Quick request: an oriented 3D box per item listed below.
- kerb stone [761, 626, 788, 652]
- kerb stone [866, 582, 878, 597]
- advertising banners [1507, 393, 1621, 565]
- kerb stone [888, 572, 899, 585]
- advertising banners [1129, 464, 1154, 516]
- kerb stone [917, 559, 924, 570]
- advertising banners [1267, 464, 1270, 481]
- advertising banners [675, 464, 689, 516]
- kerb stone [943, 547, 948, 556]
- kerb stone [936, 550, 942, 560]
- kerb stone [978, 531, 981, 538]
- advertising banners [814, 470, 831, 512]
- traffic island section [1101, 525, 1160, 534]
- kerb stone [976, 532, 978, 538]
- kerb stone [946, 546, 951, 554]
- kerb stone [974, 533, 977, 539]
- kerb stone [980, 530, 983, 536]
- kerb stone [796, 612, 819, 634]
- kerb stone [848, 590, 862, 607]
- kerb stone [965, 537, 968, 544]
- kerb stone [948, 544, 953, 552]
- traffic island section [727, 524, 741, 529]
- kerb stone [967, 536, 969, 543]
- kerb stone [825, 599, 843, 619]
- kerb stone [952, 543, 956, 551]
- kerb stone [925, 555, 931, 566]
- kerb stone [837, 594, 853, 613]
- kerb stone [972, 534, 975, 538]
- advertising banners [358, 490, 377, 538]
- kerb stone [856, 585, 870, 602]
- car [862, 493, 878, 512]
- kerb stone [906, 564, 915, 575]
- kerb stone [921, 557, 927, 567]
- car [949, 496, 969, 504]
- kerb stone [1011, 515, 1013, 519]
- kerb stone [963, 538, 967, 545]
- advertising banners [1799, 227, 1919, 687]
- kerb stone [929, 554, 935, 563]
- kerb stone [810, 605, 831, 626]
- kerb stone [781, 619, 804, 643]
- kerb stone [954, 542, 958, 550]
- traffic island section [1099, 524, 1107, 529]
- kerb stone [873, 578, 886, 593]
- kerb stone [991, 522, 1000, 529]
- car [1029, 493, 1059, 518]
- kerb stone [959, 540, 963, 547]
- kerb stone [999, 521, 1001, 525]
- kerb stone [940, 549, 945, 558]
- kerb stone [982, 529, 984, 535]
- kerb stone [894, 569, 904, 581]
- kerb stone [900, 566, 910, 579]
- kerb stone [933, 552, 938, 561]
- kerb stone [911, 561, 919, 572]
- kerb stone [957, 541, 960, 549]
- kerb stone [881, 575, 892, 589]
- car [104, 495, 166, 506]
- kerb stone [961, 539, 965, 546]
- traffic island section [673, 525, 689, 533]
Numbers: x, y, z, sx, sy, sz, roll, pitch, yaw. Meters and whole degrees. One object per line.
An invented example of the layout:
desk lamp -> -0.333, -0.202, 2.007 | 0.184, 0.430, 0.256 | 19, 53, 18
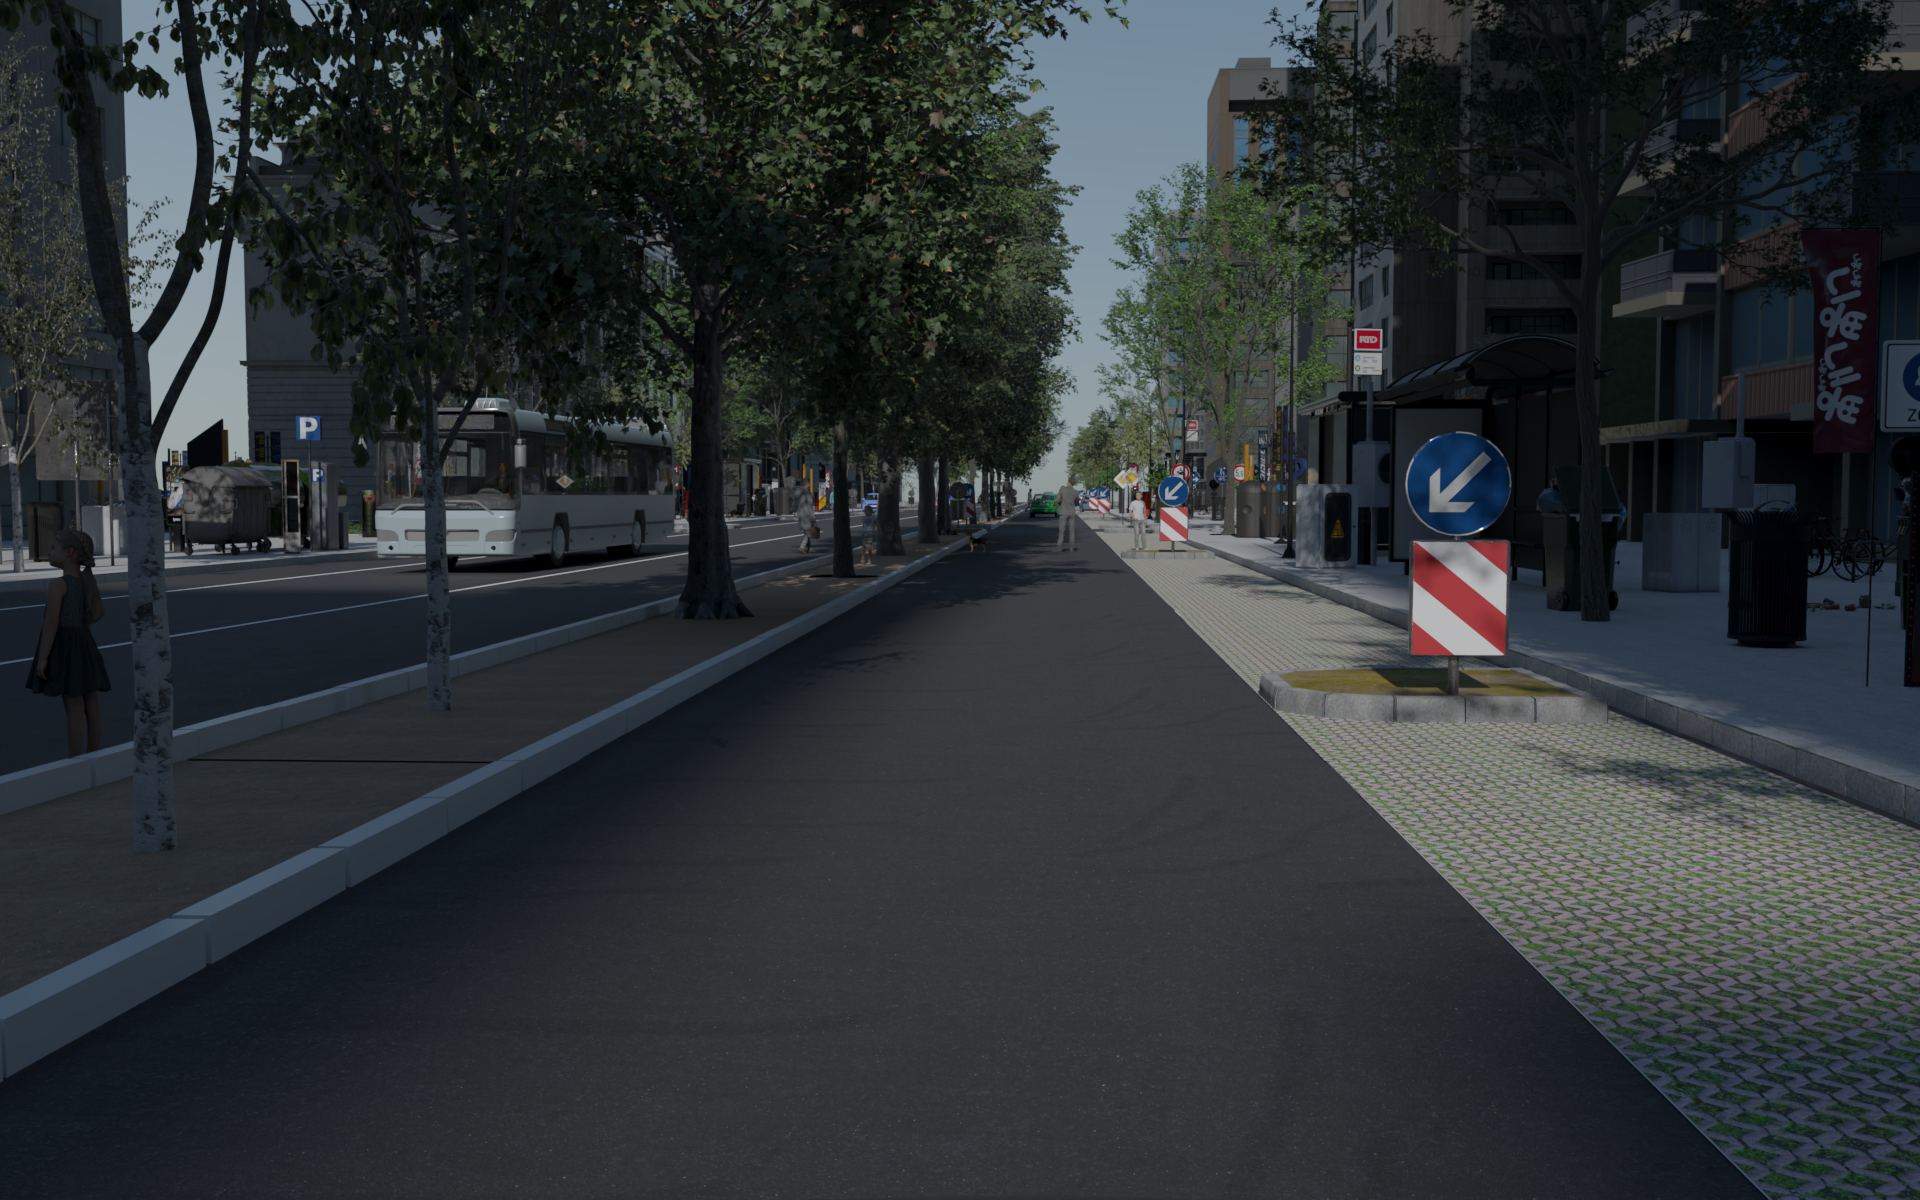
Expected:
kerb stone -> -1.747, 0.378, 16.014 | 0.120, 0.150, 1.000 | 0, 4, 3
kerb stone -> -1.289, -0.122, 24.196 | 0.120, 0.150, 1.000 | 0, 4, 3
advertising banners -> 10.499, -2.078, 30.166 | 2.074, 3.025, 0.090 | 0, 4, -4
kerb stone -> -1.111, -0.310, 27.272 | 0.120, 0.150, 1.000 | 0, 4, 3
advertising banners -> 10.781, -6.337, 99.791 | 2.074, 3.025, 0.090 | 0, 4, -1
kerb stone -> -0.827, -0.623, 32.383 | 0.120, 0.150, 1.000 | 0, 4, 3
advertising banners -> 17.398, -6.368, 100.304 | 2.074, 3.025, 0.090 | -3, 4, -38
advertising banners -> -15.872, -6.411, 101.000 | 2.074, 3.025, 0.090 | -2, 4, -26
kerb stone -> -0.432, -1.059, 39.549 | 0.120, 0.150, 1.000 | 0, 4, 3
kerb stone -> -0.539, -0.930, 37.498 | 0.120, 0.150, 1.000 | 0, 4, 3
kerb stone -> 0.540, -2.125, 56.943 | 0.120, 0.150, 1.000 | 0, 4, 3
advertising banners -> -10.394, -7.949, 126.157 | 2.074, 3.025, 0.090 | 0, 4, -7
traffic island section -> 6.325, -2.541, 63.820 | 2.009, 0.180, 2.903 | 0, 4, 3
kerb stone -> 0.418, -1.999, 54.896 | 0.120, 0.150, 1.000 | 0, 4, 3
kerb stone -> -0.372, -1.121, 40.569 | 0.120, 0.150, 1.000 | 0, 4, 3
kerb stone -> 0.372, -1.938, 53.875 | 0.120, 0.150, 1.000 | 0, 4, 3
kerb stone -> 0.599, -2.185, 57.964 | 0.120, 0.150, 1.000 | 0, 4, 3
kerb stone -> -1.629, 0.256, 18.059 | 0.120, 0.150, 1.000 | 0, 4, 3
kerb stone -> -1.402, 0.006, 22.150 | 0.120, 0.150, 1.000 | 0, 4, 3
kerb stone -> 0.079, -1.625, 48.763 | 0.120, 0.150, 1.000 | 0, 4, 3
kerb stone -> -0.317, -1.186, 41.590 | 0.120, 0.150, 1.000 | 0, 4, 3
traffic island section -> -10.344, -3.087, 72.748 | 2.009, 0.180, 2.903 | 0, 4, 3
kerb stone -> 0.141, -1.688, 49.791 | 0.120, 0.150, 1.000 | 0, 4, 3
kerb stone -> -1.513, 0.128, 20.107 | 0.120, 0.150, 1.000 | 0, 4, 3
kerb stone -> -0.262, -1.249, 42.611 | 0.120, 0.150, 1.000 | 0, 4, 3
kerb stone -> -0.724, -0.748, 34.425 | 0.120, 0.150, 1.000 | 0, 4, 3
kerb stone -> -1.456, 0.065, 21.129 | 0.120, 0.150, 1.000 | 0, 4, 3
kerb stone -> 0.304, -1.875, 52.855 | 0.120, 0.150, 1.000 | 0, 4, 3
advertising banners -> -16.705, -3.365, 51.205 | 2.074, 3.025, 0.090 | -1, 4, -22
kerb stone -> -1.346, -0.060, 23.176 | 0.120, 0.150, 1.000 | 0, 4, 3
car -> -6.617, -7.668, 134.959 | 1.945, 1.707, 3.694 | 0, 4, 4
kerb stone -> -0.942, -0.498, 30.336 | 0.120, 0.150, 1.000 | 0, 4, 3
kerb stone -> -0.780, -0.686, 33.405 | 0.120, 0.150, 1.000 | 0, 4, 3
car -> -0.020, -7.424, 133.744 | 2.083, 1.381, 4.827 | 0, 4, 2
kerb stone -> 2.687, -4.467, 95.392 | 0.120, 0.150, 1.000 | 0, 4, 3
kerb stone -> 0.026, -1.558, 47.732 | 0.120, 0.150, 1.000 | 0, 4, 3
advertising banners -> 6.554, -0.931, 11.405 | 2.074, 3.025, 0.090 | 0, 4, 4
kerb stone -> -0.664, -0.811, 35.456 | 0.120, 0.150, 1.000 | 0, 4, 3
kerb stone -> -1.570, 0.191, 19.080 | 0.120, 0.150, 1.000 | 0, 4, 3
kerb stone -> -1.688, 0.320, 17.037 | 0.120, 0.150, 1.000 | 0, 4, 3
kerb stone -> -0.208, -1.311, 43.636 | 0.120, 0.150, 1.000 | 0, 4, 3
traffic island section -> 6.770, -3.028, 71.793 | 2.009, 0.180, 2.903 | 0, 4, 3
kerb stone -> -1.227, -0.185, 25.217 | 0.120, 0.150, 1.000 | 0, 4, 3
kerb stone -> 1.548, -3.220, 74.910 | 0.120, 0.150, 1.000 | 0, 4, 3
car -> 5.204, -5.956, 106.172 | 1.959, 1.807, 4.718 | 0, 4, 4
kerb stone -> -0.085, -1.436, 45.677 | 0.120, 0.150, 1.000 | 0, 4, 3
kerb stone -> 1.599, -3.287, 75.939 | 0.120, 0.150, 1.000 | 0, 4, 3
kerb stone -> -0.479, -0.996, 38.519 | 0.120, 0.150, 1.000 | 0, 4, 3
kerb stone -> 0.657, -2.251, 58.993 | 0.120, 0.150, 1.000 | 0, 4, 3
kerb stone -> -1.063, -0.373, 28.295 | 0.120, 0.150, 1.000 | 0, 4, 3
kerb stone -> -0.995, -0.429, 29.315 | 0.120, 0.150, 1.000 | 0, 4, 3
kerb stone -> -0.607, -0.873, 36.476 | 0.120, 0.150, 1.000 | 0, 4, 3
kerb stone -> -0.890, -0.561, 31.363 | 0.120, 0.150, 1.000 | 0, 4, 3
kerb stone -> -0.148, -1.371, 44.657 | 0.120, 0.150, 1.000 | 0, 4, 3
kerb stone -> -1.172, -0.246, 26.243 | 0.120, 0.150, 1.000 | 0, 4, 3
car -> -34.000, -3.714, 70.944 | 3.980, 1.641, 2.015 | 0, 4, 4
kerb stone -> -0.033, -1.499, 46.704 | 0.120, 0.150, 1.000 | 0, 4, 3
traffic island section -> -10.789, -2.599, 64.776 | 2.009, 0.180, 2.903 | 0, 4, 3
